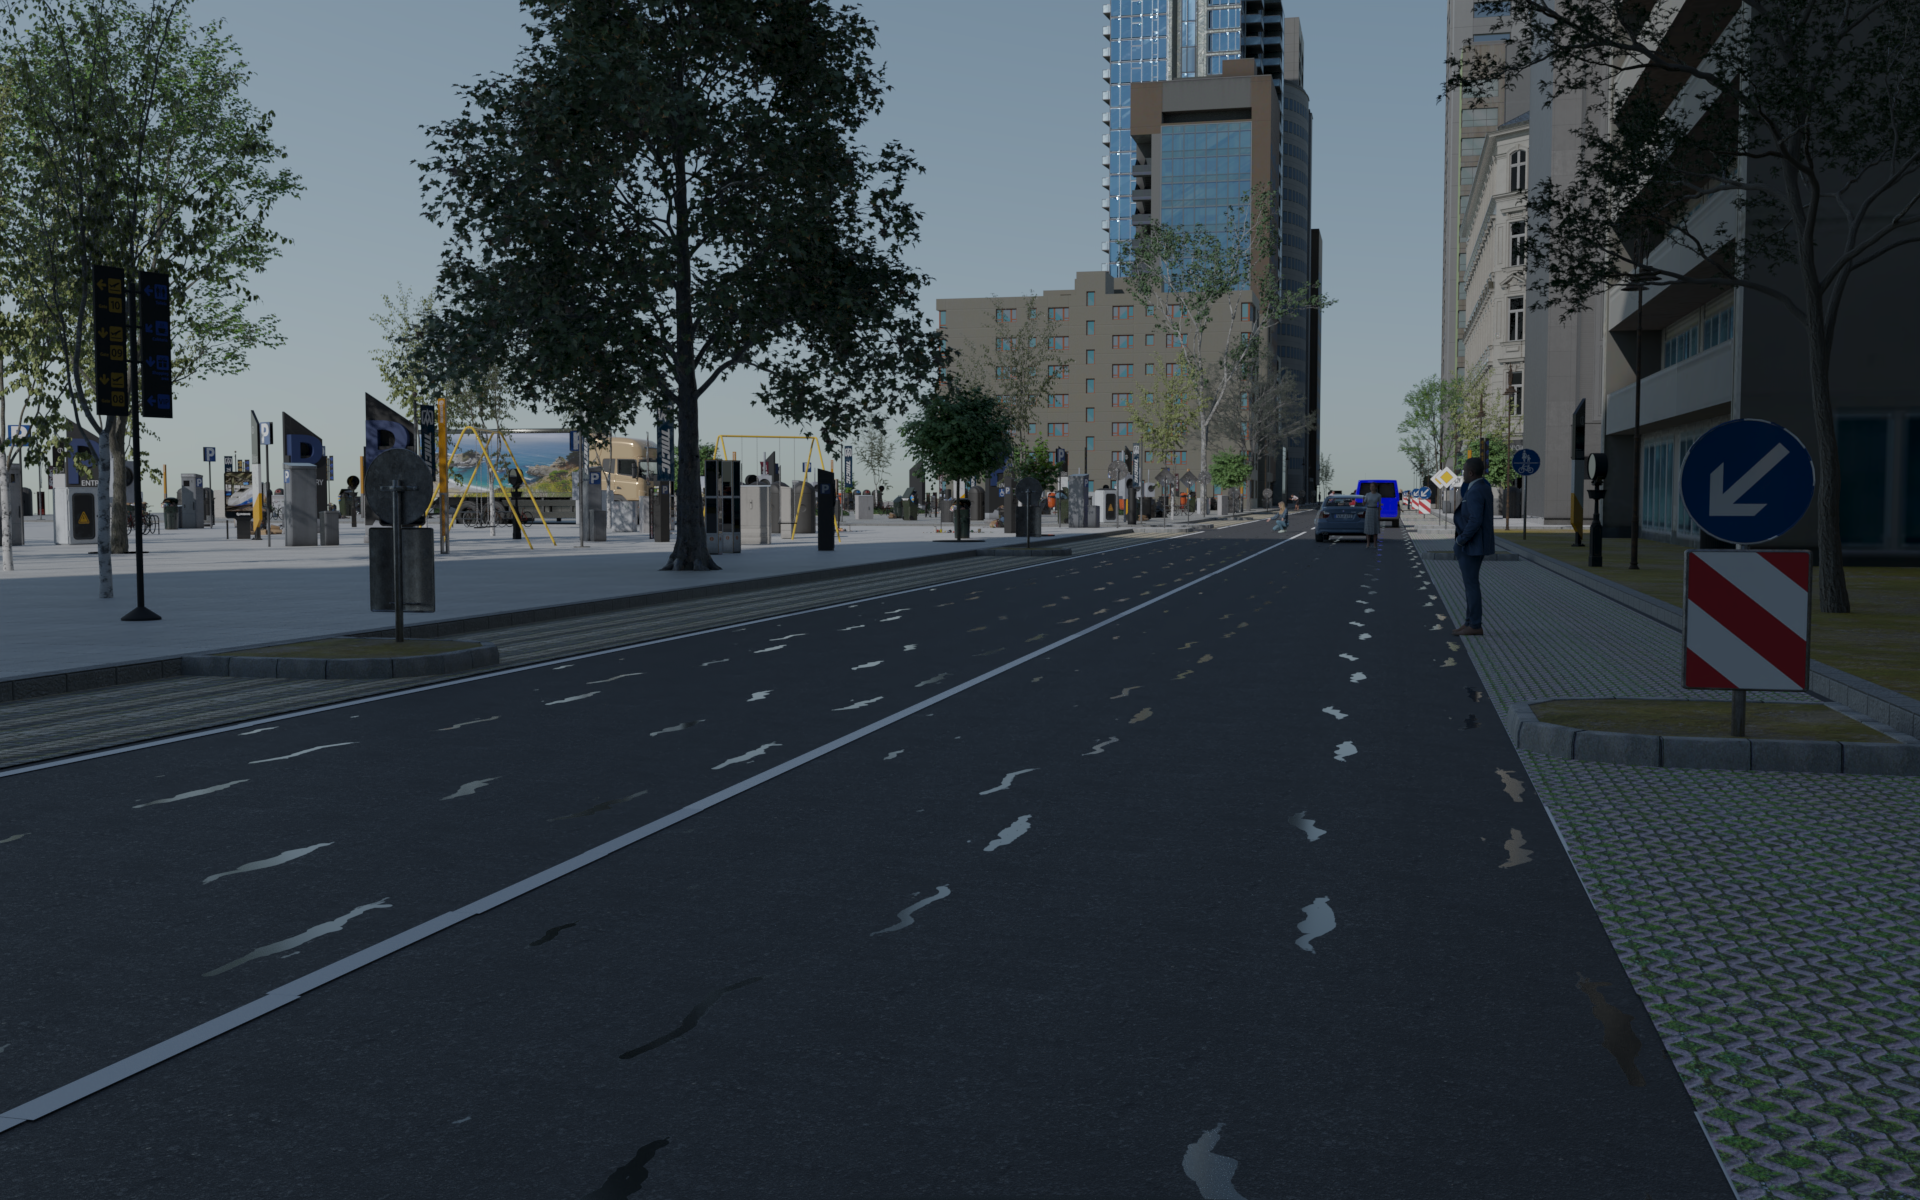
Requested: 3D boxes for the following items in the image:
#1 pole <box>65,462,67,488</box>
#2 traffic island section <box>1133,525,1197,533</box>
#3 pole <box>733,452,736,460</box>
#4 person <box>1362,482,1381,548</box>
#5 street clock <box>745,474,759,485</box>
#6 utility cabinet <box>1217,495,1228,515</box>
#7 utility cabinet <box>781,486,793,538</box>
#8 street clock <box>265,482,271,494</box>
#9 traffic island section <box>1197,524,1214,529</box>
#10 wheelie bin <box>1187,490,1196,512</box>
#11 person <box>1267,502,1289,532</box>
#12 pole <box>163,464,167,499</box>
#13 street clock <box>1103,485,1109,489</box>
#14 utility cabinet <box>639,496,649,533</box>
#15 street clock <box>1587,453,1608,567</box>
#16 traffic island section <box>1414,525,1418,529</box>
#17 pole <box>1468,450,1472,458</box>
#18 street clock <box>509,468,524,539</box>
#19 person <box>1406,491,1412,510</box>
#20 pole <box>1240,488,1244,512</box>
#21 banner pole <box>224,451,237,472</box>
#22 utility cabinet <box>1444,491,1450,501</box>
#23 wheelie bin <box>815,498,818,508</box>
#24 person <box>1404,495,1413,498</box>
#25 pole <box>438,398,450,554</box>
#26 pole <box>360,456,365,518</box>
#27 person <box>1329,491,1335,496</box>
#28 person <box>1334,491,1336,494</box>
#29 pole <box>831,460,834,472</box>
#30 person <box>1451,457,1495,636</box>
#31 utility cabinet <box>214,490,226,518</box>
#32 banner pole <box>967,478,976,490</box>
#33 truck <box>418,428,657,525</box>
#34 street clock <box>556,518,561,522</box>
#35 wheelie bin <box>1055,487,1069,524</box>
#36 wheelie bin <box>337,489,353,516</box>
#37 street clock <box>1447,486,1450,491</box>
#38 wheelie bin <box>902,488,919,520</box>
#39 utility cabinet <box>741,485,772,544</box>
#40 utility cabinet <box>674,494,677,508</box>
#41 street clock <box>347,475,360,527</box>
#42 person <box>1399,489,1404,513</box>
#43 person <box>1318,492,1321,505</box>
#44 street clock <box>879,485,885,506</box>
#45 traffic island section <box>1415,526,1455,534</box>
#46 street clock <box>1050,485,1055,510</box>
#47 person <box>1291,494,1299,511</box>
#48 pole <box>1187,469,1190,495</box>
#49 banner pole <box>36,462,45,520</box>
[{"bbox_3d":[-56.893,-7.119,110.234,0.158,3.312,0.155,0,3,0],"label":"pole"},{"bbox_3d":[7.675,-2.624,65.183,2.009,0.180,2.903,1,4,14],"label":"traffic island section"},{"bbox_3d":[-10.831,-5.468,83.248,0.158,3.312,0.155,0,3,0],"label":"pole"},{"bbox_3d":[10.900,-2.250,45.865,0.480,1.755,0.524,1,4,17],"label":"person"},{"bbox_3d":[-7.697,-3.640,64.092,0.471,2.002,0.358,-3,4,-36],"label":"street clock"},{"bbox_3d":[16.014,-5.770,105.496,0.306,1.237,1.020,2,4,31],"label":"utility cabinet"},{"bbox_3d":[-5.008,-2.536,50.140,0.318,1.500,1.173,0,4,-4],"label":"utility cabinet"},{"bbox_3d":[-41.136,-6.018,102.957,0.358,2.002,0.471,-2,4,-29],"label":"street clock"},{"bbox_3d":[9.596,-3.098,72.934,2.009,0.180,2.903,1,4,14],"label":"traffic island section"},{"bbox_3d":[16.203,-6.931,121.226,0.693,1.594,0.980,0,4,6],"label":"wheelie bin"},{"bbox_3d":[11.971,-3.099,64.660,0.738,1.151,1.012,-1,4,-11],"label":"person"},{"bbox_3d":[-54.627,-7.659,119.061,0.158,3.312,0.155,0,3,0],"label":"pole"},{"bbox_3d":[11.111,-7.787,131.887,0.471,2.002,0.358,1,4,13],"label":"street clock"},{"bbox_3d":[-10.453,-2.843,57.637,0.306,1.237,1.020,-1,4,-18],"label":"utility cabinet"},{"bbox_3d":[11.222,-1.588,30.531,0.358,2.002,0.471,0,4,2],"label":"street clock"},{"bbox_3d":[19.536,-2.948,70.475,2.009,0.180,2.903,1,4,14],"label":"traffic island section"},{"bbox_3d":[23.719,-5.310,80.661,0.158,3.312,0.155,0,3,0],"label":"pole"},{"bbox_3d":[-12.560,-2.721,49.057,0.358,2.002,0.471,-3,5,-43],"label":"street clock"},{"bbox_3d":[40.670,-9.014,156.603,0.721,1.735,1.217,3,5,41],"label":"person"},{"bbox_3d":[19.821,-7.820,121.696,0.158,3.312,0.155,0,3,0],"label":"pole"},{"bbox_3d":[-42.015,-6.724,99.953,0.863,3.779,0.401,-2,4,-35],"label":"banner pole"},{"bbox_3d":[33.089,-6.603,116.636,1.173,1.500,0.318,-2,4,-35],"label":"utility cabinet"},{"bbox_3d":[-11.323,-7.715,134.042,0.980,1.594,0.693,-1,4,-19],"label":"wheelie bin"},{"bbox_3d":[52.897,-11.980,204.389,1.348,1.823,0.705,3,5,41],"label":"person"},{"bbox_3d":[-11.047,-2.643,37.049,0.158,3.312,0.155,0,3,0],"label":"pole"},{"bbox_3d":[-32.064,-6.061,92.946,0.158,3.312,0.155,0,3,0],"label":"pole"},{"bbox_3d":[32.468,-8.652,150.890,0.756,1.711,0.436,-1,4,-13],"label":"person"},{"bbox_3d":[49.378,-13.462,228.545,1.348,1.831,0.705,3,5,40],"label":"person"},{"bbox_3d":[-7.643,-6.713,103.597,0.158,3.312,0.155,0,3,0],"label":"pole"},{"bbox_3d":[5.186,-0.539,17.494,0.419,1.800,0.721,1,4,19],"label":"person"},{"bbox_3d":[-43.076,-5.679,101.527,1.173,1.500,0.318,-2,4,-31],"label":"utility cabinet"},{"bbox_3d":[0.787,-8.356,126.640,0.863,3.779,0.401,0,4,7],"label":"banner pole"},{"bbox_3d":[-17.816,-5.270,75.084,11.283,4.237,2.839,1,4,14],"label":"truck"},{"bbox_3d":[-18.761,-4.673,80.965,0.358,2.002,0.471,0,4,3],"label":"street clock"},{"bbox_3d":[4.527,-4.105,75.024,0.693,1.594,0.980,1,4,22],"label":"wheelie bin"},{"bbox_3d":[-35.696,-5.678,100.748,0.693,1.594,0.980,2,4,32],"label":"wheelie bin"},{"bbox_3d":[35.375,-7.398,125.534,0.358,2.002,0.471,0,4,-5],"label":"street clock"},{"bbox_3d":[-2.416,-4.684,84.483,0.693,1.594,0.980,-3,4,-36],"label":"wheelie bin"},{"bbox_3d":[-5.377,-2.151,43.844,1.173,1.500,0.318,0,4,-2],"label":"utility cabinet"},{"bbox_3d":[-20.559,-7.247,127.162,0.318,1.500,1.173,2,4,31],"label":"utility cabinet"},{"bbox_3d":[-23.434,-3.814,66.934,0.471,2.002,0.358,-1,4,-23],"label":"street clock"},{"bbox_3d":[30.800,-6.868,121.024,0.641,1.798,0.478,-1,4,-22],"label":"person"},{"bbox_3d":[43.918,-12.358,211.472,0.530,1.710,0.541,3,4,38],"label":"person"},{"bbox_3d":[-6.497,-8.505,143.632,0.471,2.002,0.358,1,4,13],"label":"street clock"},{"bbox_3d":[17.615,-2.474,62.724,2.009,0.180,2.903,1,4,14],"label":"traffic island section"},{"bbox_3d":[7.388,-8.255,139.540,0.471,2.002,0.358,-1,4,-19],"label":"street clock"},{"bbox_3d":[28.935,-8.438,149.657,0.628,1.438,0.799,3,5,43],"label":"person"},{"bbox_3d":[18.509,-8.966,140.430,0.158,3.312,0.155,0,3,0],"label":"pole"},{"bbox_3d":[-45.837,-5.892,86.346,0.401,3.779,0.863,-1,4,-18],"label":"banner pole"}]
